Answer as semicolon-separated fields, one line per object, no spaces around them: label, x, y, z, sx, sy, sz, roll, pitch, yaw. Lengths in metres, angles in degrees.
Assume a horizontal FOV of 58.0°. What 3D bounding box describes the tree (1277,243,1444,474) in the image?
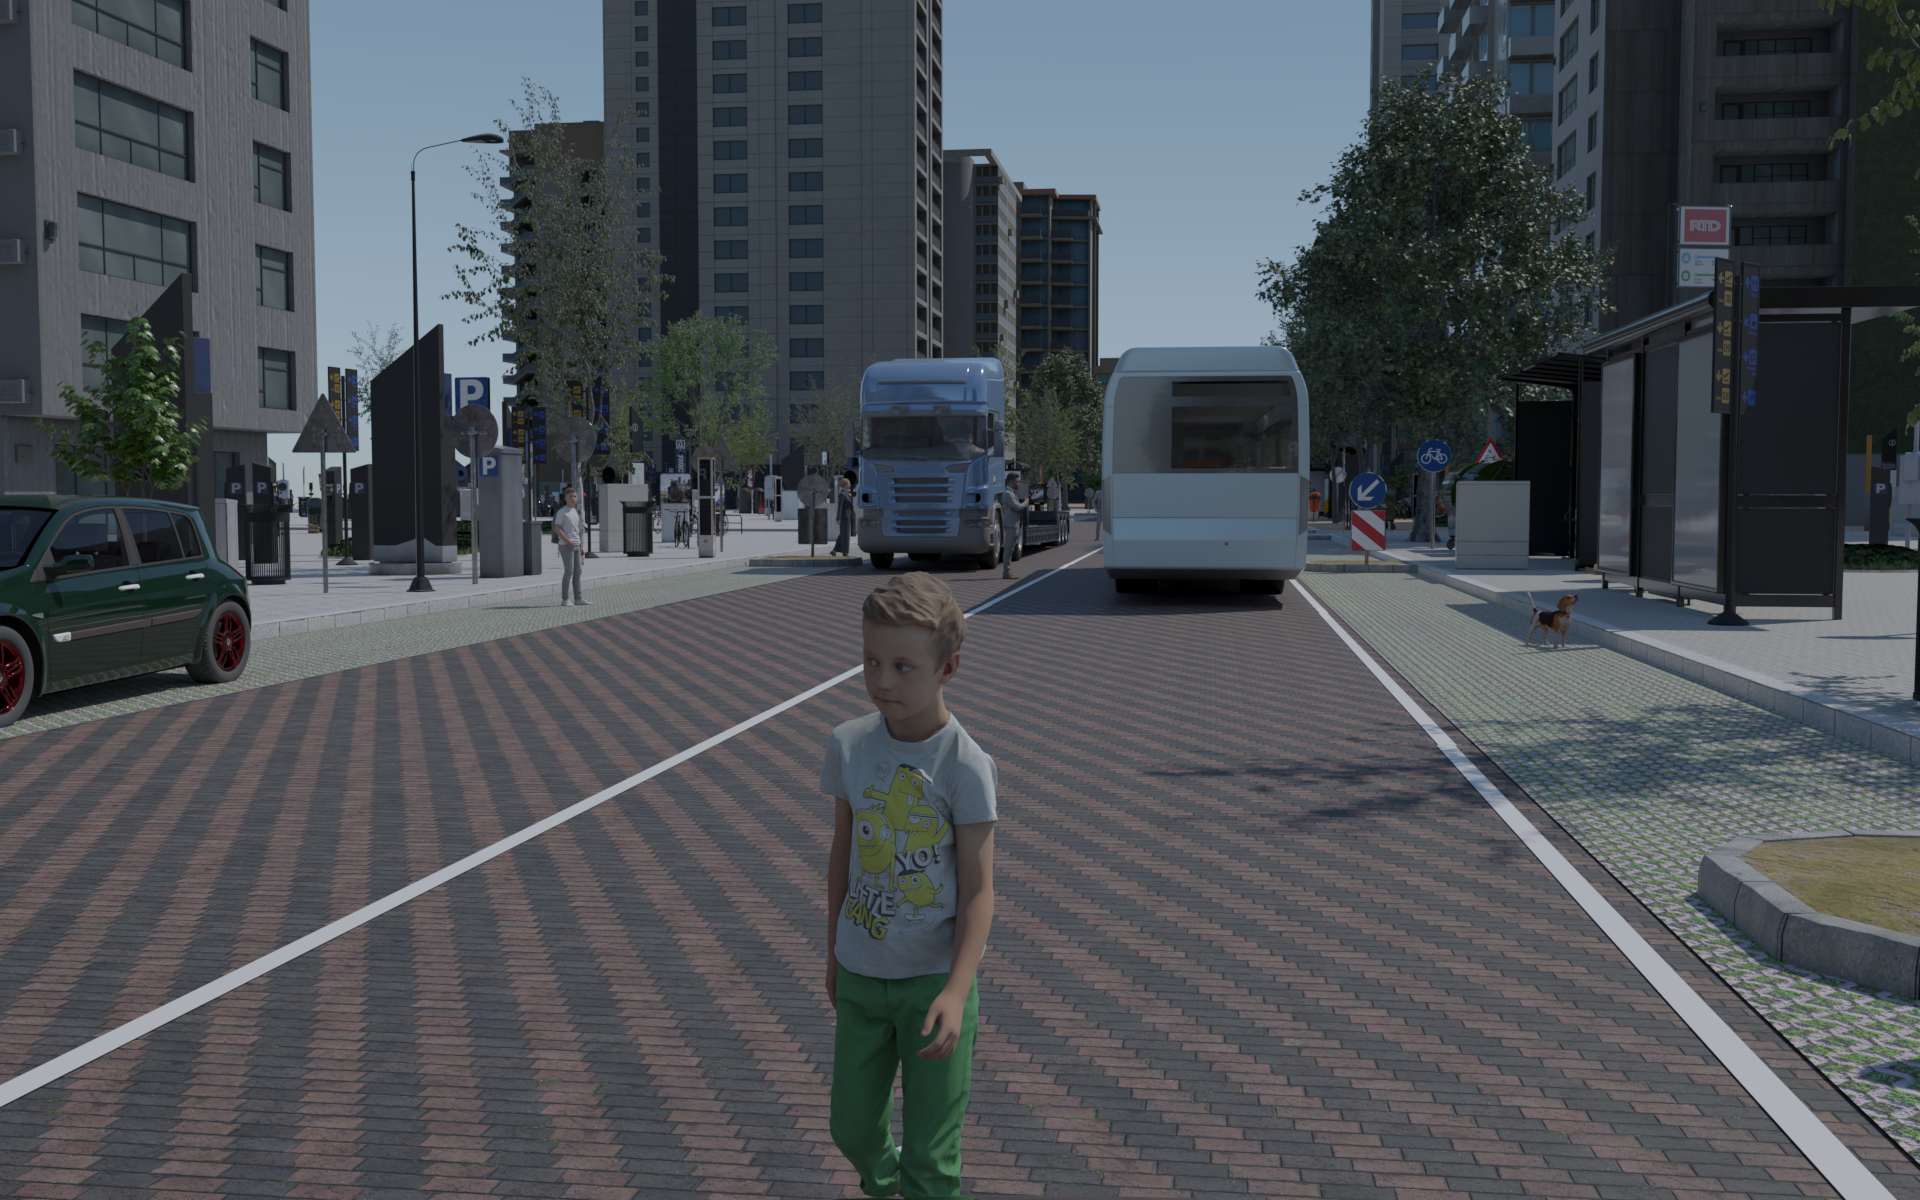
tree;15.919;-8.704;68.073;9.928;11.665;9.643;0;3;0

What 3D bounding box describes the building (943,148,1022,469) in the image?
building;-6.049;-30.508;190.684;23.993;40.220;32.217;1;4;8

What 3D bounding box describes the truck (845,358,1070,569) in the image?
truck;0.555;-3.082;40.149;2.967;4.110;18.799;1;4;8

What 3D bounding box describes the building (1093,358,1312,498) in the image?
building;34.231;-24.442;244.662;28.899;21.520;27.650;1;4;8

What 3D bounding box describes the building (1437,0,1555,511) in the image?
building;44.807;-30.478;117.920;23.786;49.044;30.456;1;4;8

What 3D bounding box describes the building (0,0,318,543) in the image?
building;-24.339;-16.526;41.904;14.107;30.474;14.160;1;4;8

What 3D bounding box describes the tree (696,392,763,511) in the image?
tree;-17.440;-10.669;124.807;4.737;8.622;4.395;0;3;0

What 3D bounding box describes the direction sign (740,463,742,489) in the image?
direction sign;-16.219;-8.341;128.379;0.379;3.537;0.876;-1;4;-18

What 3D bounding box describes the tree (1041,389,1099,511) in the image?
tree;6.886;-10.422;120.765;4.737;8.622;4.395;0;3;0

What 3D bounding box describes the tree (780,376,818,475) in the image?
tree;-8.415;-9.403;104.096;4.360;8.622;3.978;0;3;0

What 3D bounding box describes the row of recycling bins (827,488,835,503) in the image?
row of recycling bins;-8.236;-6.944;120.641;3.534;1.692;1.069;2;4;33

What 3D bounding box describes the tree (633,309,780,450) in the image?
tree;-14.136;-10.426;96.217;9.928;11.665;9.643;0;3;0

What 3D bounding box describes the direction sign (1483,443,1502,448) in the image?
direction sign;23.703;-5.207;77.124;0.876;3.537;0.379;1;4;17

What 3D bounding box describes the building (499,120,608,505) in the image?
building;-44.671;-33.929;204.855;14.200;45.320;14.600;1;4;8

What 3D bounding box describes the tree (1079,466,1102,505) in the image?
tree;12.601;-10.846;161.044;4.285;4.588;4.351;0;3;0

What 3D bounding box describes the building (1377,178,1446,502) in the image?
building;44.473;-23.134;149.946;14.160;30.474;14.107;1;4;8

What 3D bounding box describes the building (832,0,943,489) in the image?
building;-10.096;-43.609;151.253;20.563;71.187;20.611;1;4;8

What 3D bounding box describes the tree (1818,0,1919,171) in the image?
tree;7.377;-3.729;11.328;4.737;8.622;4.395;0;3;0

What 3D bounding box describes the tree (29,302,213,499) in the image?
tree;-8.079;-1.389;17.309;1.663;3.219;1.824;0;3;0

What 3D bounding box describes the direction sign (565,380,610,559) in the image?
direction sign;-7.407;-2.601;34.526;0.876;3.537;0.379;0;4;0

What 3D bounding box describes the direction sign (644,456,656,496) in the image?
direction sign;-18.552;-6.749;102.337;0.876;3.537;0.379;-1;4;-15

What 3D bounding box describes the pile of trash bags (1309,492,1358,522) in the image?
pile of trash bags;17.628;-4.246;79.177;3.447;1.369;1.912;1;4;18

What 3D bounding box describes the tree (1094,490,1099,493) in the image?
tree;12.863;-10.657;168.841;1.663;3.219;1.824;0;3;0

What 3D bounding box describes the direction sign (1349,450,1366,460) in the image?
direction sign;20.398;-5.927;88.896;0.876;3.537;0.379;1;4;16

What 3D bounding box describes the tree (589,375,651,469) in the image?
tree;-20.725;-9.531;106.199;4.737;8.622;4.395;0;3;0

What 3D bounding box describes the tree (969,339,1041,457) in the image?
tree;1.392;-8.071;82.326;4.737;8.622;4.395;0;3;0

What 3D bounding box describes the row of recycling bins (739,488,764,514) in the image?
row of recycling bins;-12.704;-6.497;113.331;3.534;1.692;1.069;-1;4;-19

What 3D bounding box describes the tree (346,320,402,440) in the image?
tree;-24.009;-7.529;73.463;4.360;8.622;3.978;0;3;0

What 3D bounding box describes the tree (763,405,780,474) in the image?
tree;-15.885;-11.143;132.557;4.737;8.622;4.395;0;3;0

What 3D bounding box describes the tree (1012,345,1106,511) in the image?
tree;8.166;-13.254;133.713;9.611;12.733;9.660;0;3;0

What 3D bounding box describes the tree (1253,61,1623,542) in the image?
tree;12.507;-7.895;46.095;9.611;12.733;9.660;0;3;0

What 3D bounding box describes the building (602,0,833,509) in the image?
building;-27.342;-46.487;198.312;20.611;71.187;20.563;1;4;8

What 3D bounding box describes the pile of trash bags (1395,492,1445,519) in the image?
pile of trash bags;24.410;-4.971;91.033;1.912;1.369;3.447;-2;4;-25

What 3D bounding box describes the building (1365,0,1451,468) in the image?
building;53.944;-39.223;183.299;21.231;58.520;28.212;1;4;8

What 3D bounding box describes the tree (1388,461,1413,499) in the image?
tree;25.530;-6.437;99.848;1.663;3.219;1.824;0;3;0

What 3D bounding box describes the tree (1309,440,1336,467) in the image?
tree;21.085;-9.547;106.455;4.737;8.622;4.395;0;3;0

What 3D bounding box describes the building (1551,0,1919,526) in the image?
building;34.242;-18.585;75.560;14.107;30.474;14.160;1;4;8

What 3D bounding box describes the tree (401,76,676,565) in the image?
tree;-6.893;-4.917;30.761;4.360;8.622;3.978;0;3;0

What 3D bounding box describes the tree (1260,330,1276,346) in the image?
tree;34.844;-21.190;202.344;12.611;20.169;13.585;0;3;0

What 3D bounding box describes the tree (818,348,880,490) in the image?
tree;-4.868;-8.438;88.316;4.360;8.622;3.978;0;3;0

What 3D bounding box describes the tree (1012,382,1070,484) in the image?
tree;5.205;-10.046;114.613;4.360;8.622;3.978;0;3;0

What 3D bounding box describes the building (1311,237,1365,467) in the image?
building;60.862;-33.720;243.203;23.993;40.220;32.217;1;4;8

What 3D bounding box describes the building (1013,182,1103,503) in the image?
building;5.341;-36.168;245.974;28.867;44.769;22.147;1;4;8

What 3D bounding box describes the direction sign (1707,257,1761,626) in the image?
direction sign;7.550;-1.524;16.915;0.876;3.537;0.379;-3;5;-40

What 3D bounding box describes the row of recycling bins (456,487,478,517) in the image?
row of recycling bins;-28.229;-5.421;95.743;3.534;1.692;1.069;0;4;2

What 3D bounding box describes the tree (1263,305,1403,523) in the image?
tree;16.615;-8.674;76.228;8.767;10.594;7.601;1;4;12
